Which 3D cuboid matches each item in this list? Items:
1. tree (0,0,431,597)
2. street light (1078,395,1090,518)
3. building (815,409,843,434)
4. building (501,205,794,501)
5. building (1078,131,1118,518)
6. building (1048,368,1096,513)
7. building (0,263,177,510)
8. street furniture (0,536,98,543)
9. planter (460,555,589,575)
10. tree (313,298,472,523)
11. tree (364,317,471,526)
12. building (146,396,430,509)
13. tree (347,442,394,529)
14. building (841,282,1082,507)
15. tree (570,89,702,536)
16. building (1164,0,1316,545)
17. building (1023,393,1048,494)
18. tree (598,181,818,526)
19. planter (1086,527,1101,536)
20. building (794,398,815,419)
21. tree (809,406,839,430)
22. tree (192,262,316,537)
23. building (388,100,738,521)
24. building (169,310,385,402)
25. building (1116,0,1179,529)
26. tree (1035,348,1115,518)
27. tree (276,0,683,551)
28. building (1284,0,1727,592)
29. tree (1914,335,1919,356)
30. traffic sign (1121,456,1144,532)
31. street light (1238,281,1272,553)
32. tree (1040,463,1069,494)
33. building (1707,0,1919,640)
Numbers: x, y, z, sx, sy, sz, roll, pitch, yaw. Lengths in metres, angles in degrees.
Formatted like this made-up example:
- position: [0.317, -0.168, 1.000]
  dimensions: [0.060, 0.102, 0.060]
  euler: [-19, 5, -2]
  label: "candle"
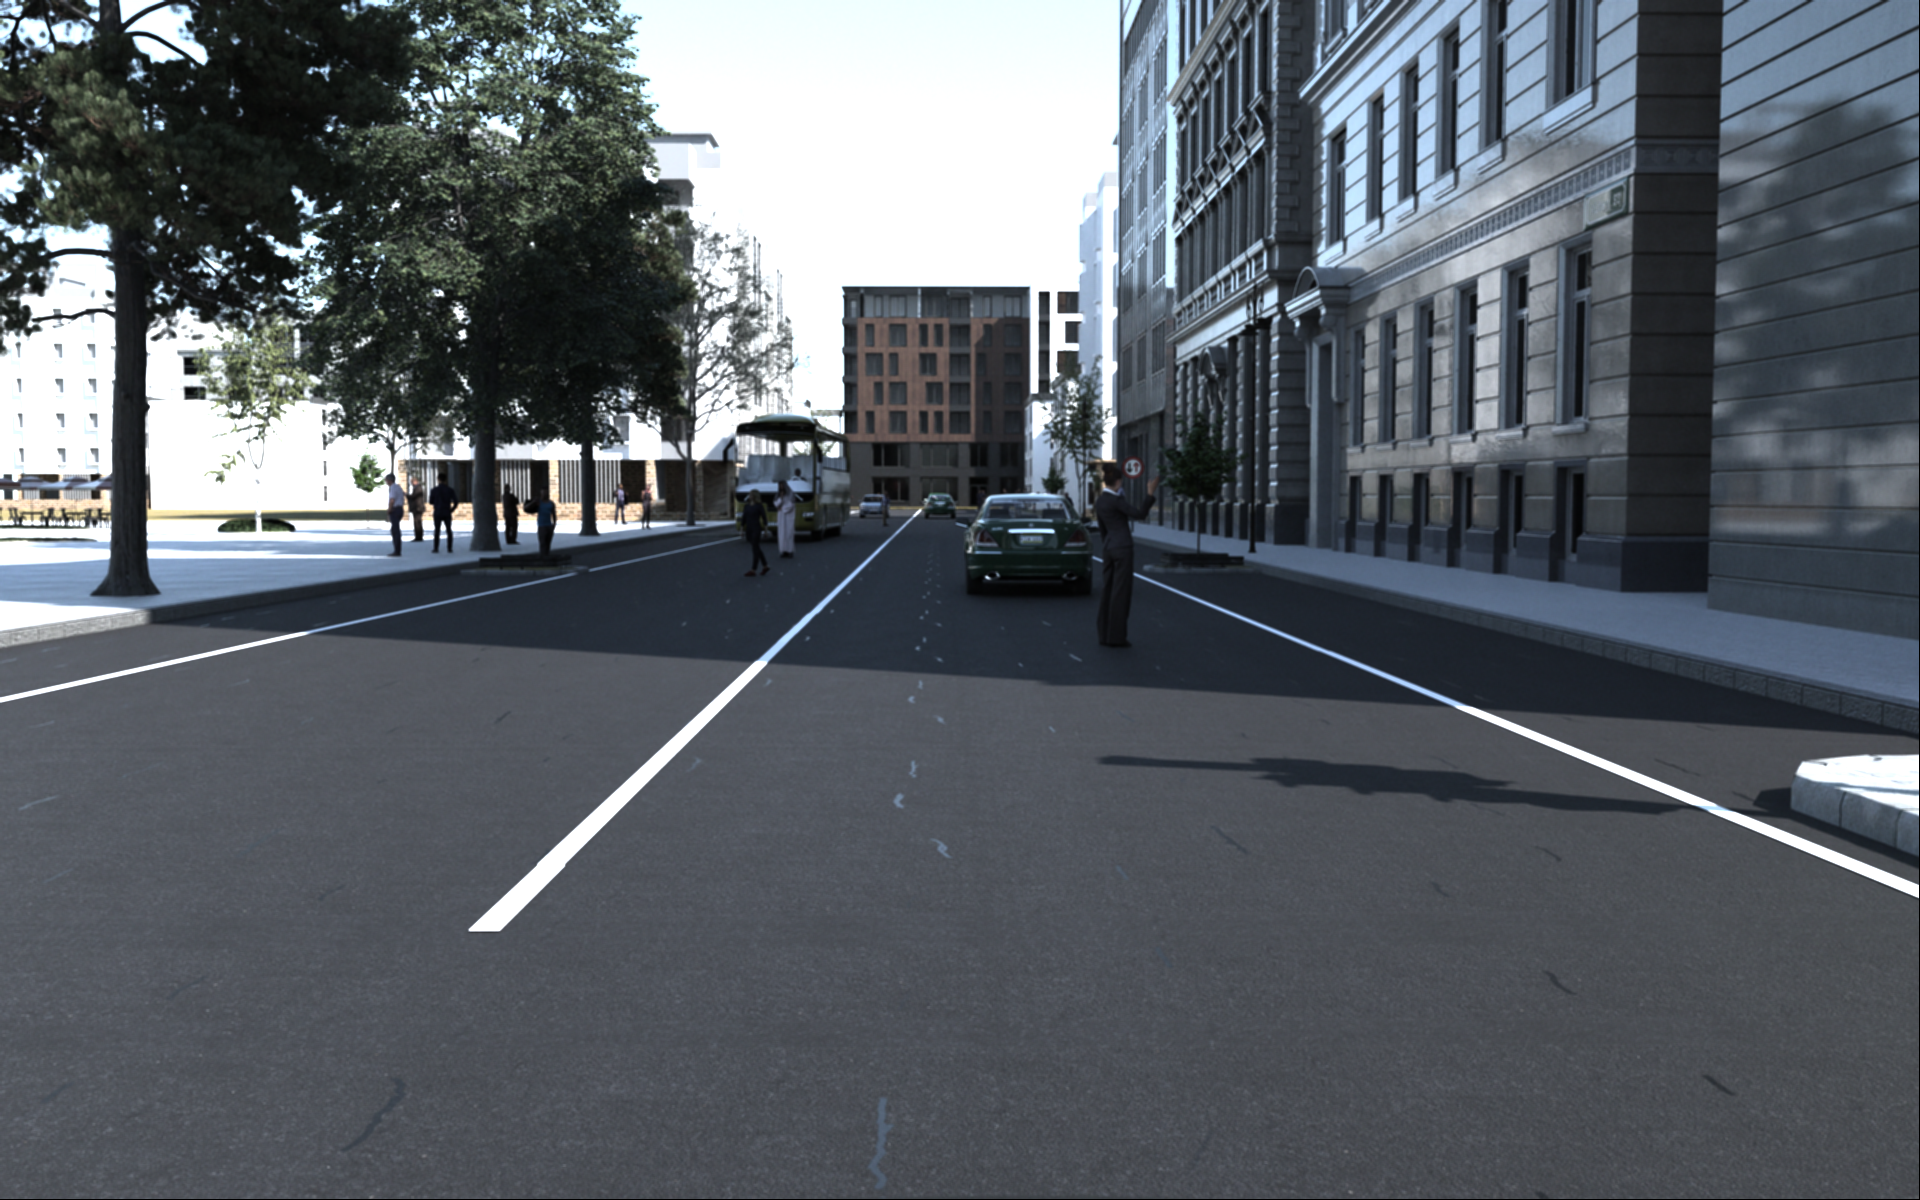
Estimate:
- position: [-10.470, -6.965, 21.298]
  dimensions: [7.806, 13.903, 7.818]
  euler: [0, 3, 0]
  label: "tree"
- position: [5.840, -6.637, 81.303]
  dimensions: [0.468, 5.910, 1.993]
  euler: [0, 4, -1]
  label: "street light"
- position: [-25.814, -13.986, 170.821]
  dimensions: [28.070, 9.664, 9.099]
  euler: [0, 4, -1]
  label: "building"
- position: [-21.392, -15.625, 121.930]
  dimensions: [16.747, 18.905, 31.486]
  euler: [0, 4, -1]
  label: "building"
- position: [14.710, -14.635, 95.703]
  dimensions: [16.016, 20.091, 11.380]
  euler: [0, 4, -1]
  label: "building"
- position: [11.555, -10.623, 115.829]
  dimensions: [9.099, 9.664, 28.070]
  euler: [0, 4, -1]
  label: "building"
- position: [-75.315, -17.854, 148.338]
  dimensions: [11.380, 20.091, 16.016]
  euler: [0, 4, -1]
  label: "building"
- position: [-27.661, -1.748, 33.604]
  dimensions: [14.083, 1.986, 27.439]
  euler: [0, 4, -7]
  label: "street furniture"
- position: [-7.845, -0.635, 31.522]
  dimensions: [1.991, 0.319, 1.994]
  euler: [0, 4, -1]
  label: "planter"
- position: [-25.176, -8.726, 77.086]
  dimensions: [7.601, 10.594, 8.767]
  euler: [0, 4, -2]
  label: "tree"
- position: [-21.601, -7.237, 68.685]
  dimensions: [4.360, 8.622, 3.978]
  euler: [0, 3, 0]
  label: "tree"
- position: [-55.647, -12.904, 153.123]
  dimensions: [28.070, 9.664, 9.099]
  euler: [0, 4, -1]
  label: "building"
- position: [-21.740, -4.240, 63.928]
  dimensions: [1.663, 3.219, 1.824]
  euler: [0, 3, 0]
  label: "tree"
- position: [4.507, -20.595, 180.707]
  dimensions: [32.646, 21.610, 27.936]
  euler: [0, 4, -1]
  label: "building"
- position: [-11.685, -8.897, 52.889]
  dimensions: [7.806, 13.903, 7.818]
  euler: [0, 3, 0]
  label: "tree"
- position: [12.577, -13.660, 52.222]
  dimensions: [11.050, 23.489, 19.941]
  euler: [0, 4, -1]
  label: "building"
- position: [10.493, -12.336, 143.835]
  dimensions: [9.099, 9.664, 28.070]
  euler: [0, 4, -1]
  label: "building"
- position: [-10.945, -9.702, 69.003]
  dimensions: [12.009, 13.543, 11.850]
  euler: [0, 3, 0]
  label: "tree"
- position: [4.095, -2.348, 59.524]
  dimensions: [1.991, 0.319, 1.994]
  euler: [0, 4, -1]
  label: "planter"
- position: [-27.437, -12.874, 152.638]
  dimensions: [28.070, 9.664, 9.099]
  euler: [0, 4, -1]
  label: "building"
- position: [-12.000, -11.844, 144.006]
  dimensions: [4.737, 8.622, 4.395]
  euler: [0, 3, 0]
  label: "tree"
- position: [-21.220, -6.229, 52.213]
  dimensions: [4.737, 8.622, 4.395]
  euler: [0, 3, 0]
  label: "tree"
- position: [-19.441, -14.188, 88.395]
  dimensions: [16.016, 20.091, 11.380]
  euler: [0, 4, -1]
  label: "building"
- position: [-67.861, -18.844, 174.559]
  dimensions: [31.486, 18.905, 16.747]
  euler: [0, 4, -1]
  label: "building"
- position: [13.586, -15.540, 72.096]
  dimensions: [12.078, 24.808, 19.932]
  euler: [0, 4, -1]
  label: "building"
- position: [5.926, -8.327, 86.514]
  dimensions: [4.737, 8.622, 4.395]
  euler: [0, 3, 0]
  label: "tree"
- position: [-10.689, -8.088, 38.902]
  dimensions: [9.857, 13.997, 8.962]
  euler: [0, 3, 0]
  label: "tree"
- position: [14.714, -15.022, 31.522]
  dimensions: [13.634, 28.700, 20.117]
  euler: [0, 4, -1]
  label: "building"
- position: [6.963, -0.999, 10.931]
  dimensions: [1.663, 3.219, 1.824]
  euler: [0, 3, 0]
  label: "tree"
- position: [5.795, -3.549, 58.134]
  dimensions: [0.768, 2.556, 0.104]
  euler: [0, 4, 1]
  label: "traffic sign"
- position: [6.397, -3.971, 37.717]
  dimensions: [0.468, 5.910, 1.993]
  euler: [0, 4, -1]
  label: "street light"
- position: [5.671, -6.859, 106.747]
  dimensions: [1.663, 3.219, 1.824]
  euler: [0, 3, 0]
  label: "tree"
- position: [23.147, -14.411, 13.113]
  dimensions: [29.804, 29.767, 11.434]
  euler: [0, 4, -1]
  label: "building"
